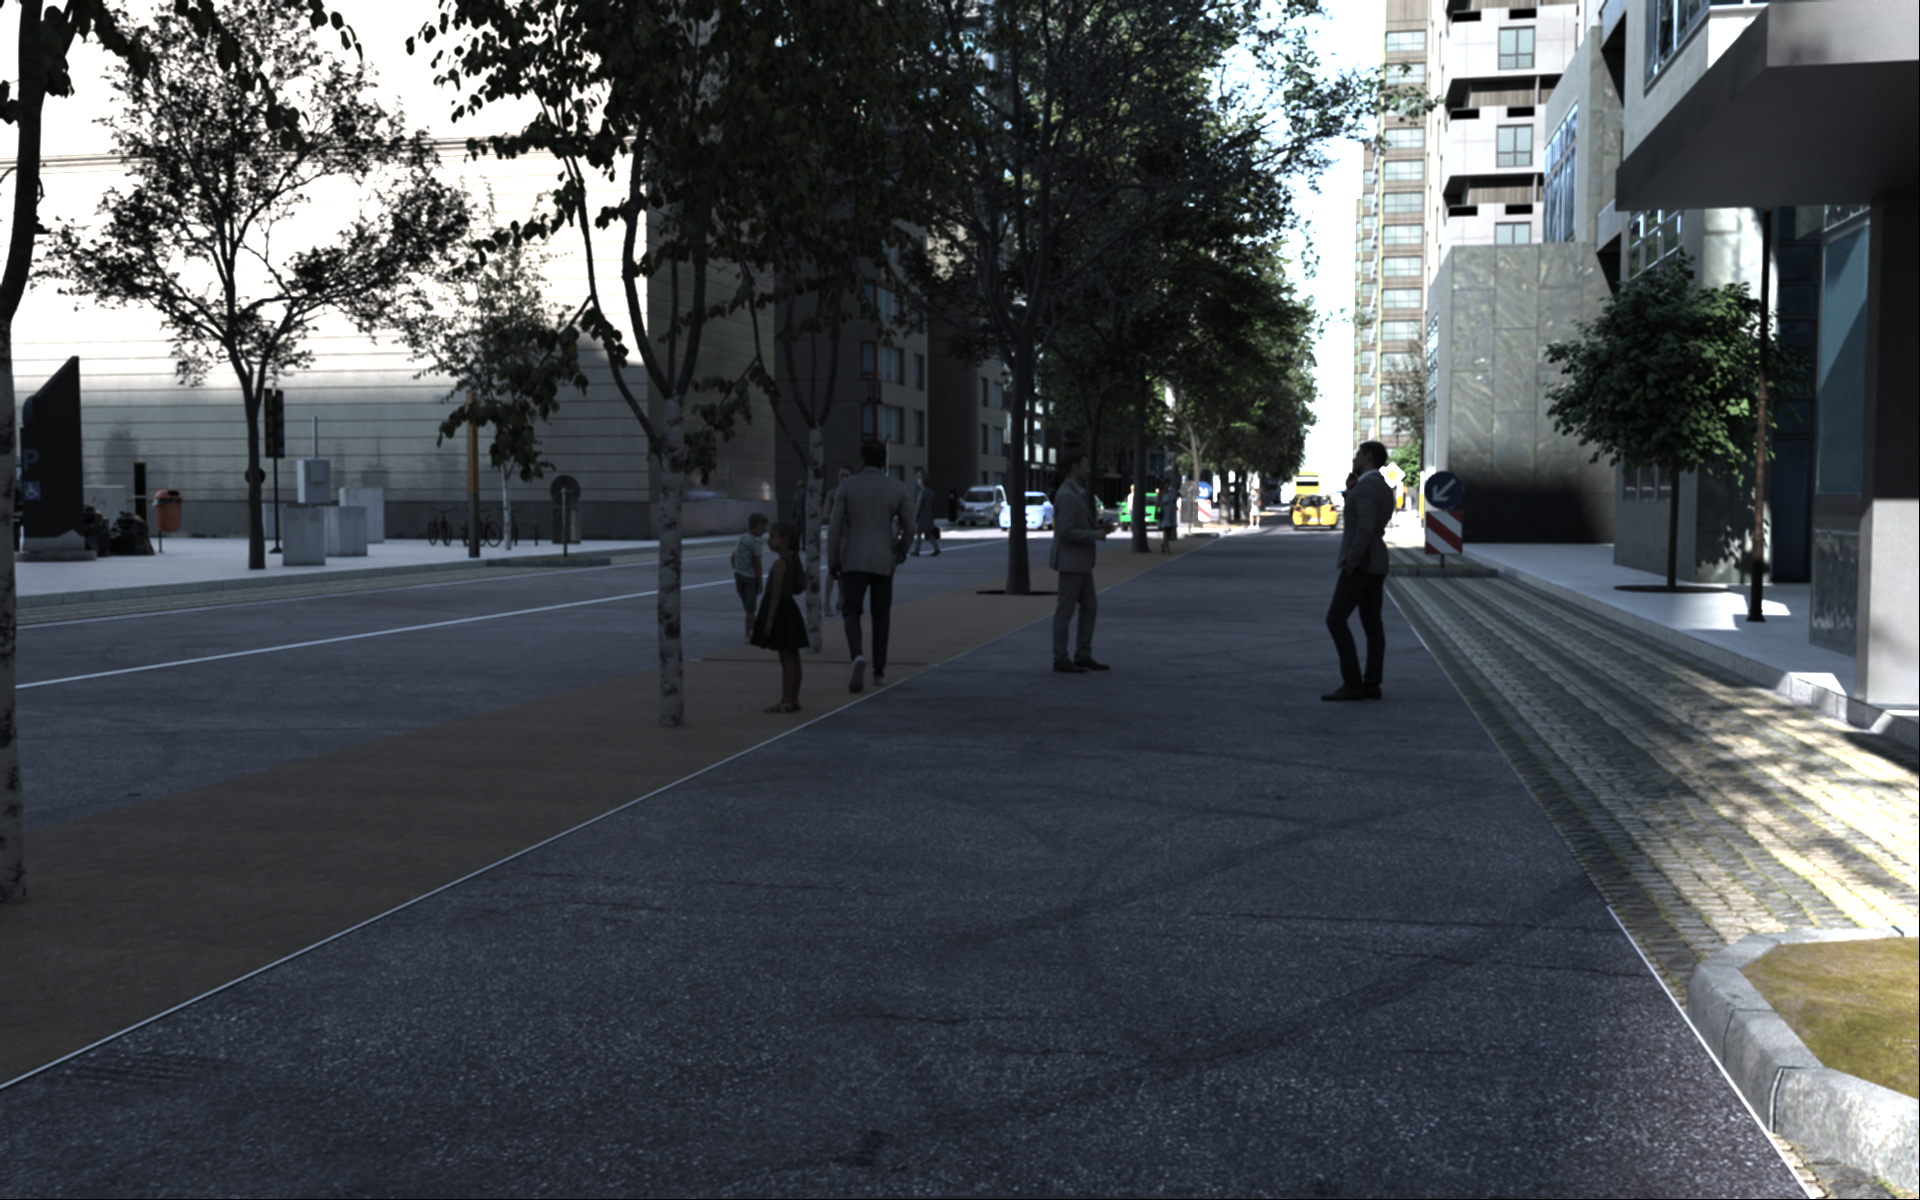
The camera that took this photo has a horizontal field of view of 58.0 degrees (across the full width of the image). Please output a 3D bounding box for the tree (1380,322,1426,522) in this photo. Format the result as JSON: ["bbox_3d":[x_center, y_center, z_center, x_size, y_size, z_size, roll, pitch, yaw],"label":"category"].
[{"bbox_3d":[19.687,-7.434,71.909,4.360,8.622,3.978,0,3,0],"label":"tree"}]

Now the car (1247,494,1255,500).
[{"bbox_3d":[34.788,-11.923,204.723,2.009,1.686,4.222,1,4,10],"label":"car"}]

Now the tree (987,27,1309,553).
[{"bbox_3d":[4.413,-7.398,41.541,7.486,12.596,7.792,0,3,0],"label":"tree"}]

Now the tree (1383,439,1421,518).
[{"bbox_3d":[24.438,-6.621,91.965,4.285,4.588,4.351,0,3,0],"label":"tree"}]

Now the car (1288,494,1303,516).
[{"bbox_3d":[22.909,-6.337,115.402,2.131,1.459,4.920,1,4,11],"label":"car"}]

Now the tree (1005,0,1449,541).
[{"bbox_3d":[7.417,-11.787,51.058,12.611,20.169,13.585,0,3,0],"label":"tree"}]

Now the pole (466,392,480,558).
[{"bbox_3d":[-9.808,-2.510,34.880,0.158,3.312,0.155,0,3,0],"label":"pole"}]

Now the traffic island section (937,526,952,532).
[{"bbox_3d":[-1.483,-2.721,66.762,2.009,0.180,2.903,1,4,12],"label":"traffic island section"}]

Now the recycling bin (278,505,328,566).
[{"bbox_3d":[-11.887,-1.149,31.344,0.722,1.027,0.722,-1,4,-22],"label":"recycling bin"}]

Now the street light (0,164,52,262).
[{"bbox_3d":[-12.646,-3.056,22.761,0.468,5.910,1.993,1,4,12],"label":"street light"}]

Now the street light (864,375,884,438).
[{"bbox_3d":[-3.334,-5.782,67.328,0.468,5.910,1.993,1,4,12],"label":"street light"}]

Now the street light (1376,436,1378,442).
[{"bbox_3d":[32.463,-9.920,134.982,0.468,5.910,1.993,1,4,12],"label":"street light"}]

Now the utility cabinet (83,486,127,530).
[{"bbox_3d":[-22.996,-2.306,46.390,1.173,1.500,0.318,-1,4,-9],"label":"utility cabinet"}]

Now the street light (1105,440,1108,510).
[{"bbox_3d":[12.103,-10.365,142.249,0.468,5.910,1.993,1,4,12],"label":"street light"}]

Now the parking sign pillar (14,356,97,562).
[{"bbox_3d":[-17.422,-2.737,33.227,1.447,3.967,1.447,0,4,6],"label":"parking sign pillar"}]

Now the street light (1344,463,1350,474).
[{"bbox_3d":[57.064,-17.224,254.400,0.468,5.910,1.993,1,4,12],"label":"street light"}]

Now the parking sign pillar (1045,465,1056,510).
[{"bbox_3d":[7.124,-9.320,140.849,1.447,3.967,1.447,-2,4,-25],"label":"parking sign pillar"}]

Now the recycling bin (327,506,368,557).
[{"bbox_3d":[-12.754,-1.420,35.764,0.722,1.027,0.722,2,4,27],"label":"recycling bin"}]

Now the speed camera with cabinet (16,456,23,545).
[{"bbox_3d":[-22.455,-2.901,41.763,2.038,3.252,0.660,2,4,28],"label":"speed camera with cabinet"}]

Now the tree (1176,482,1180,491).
[{"bbox_3d":[27.500,-13.938,222.482,1.663,3.219,1.824,0,3,0],"label":"tree"}]

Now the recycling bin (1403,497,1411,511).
[{"bbox_3d":[34.582,-7.483,134.897,0.722,1.027,0.722,-2,4,-28],"label":"recycling bin"}]

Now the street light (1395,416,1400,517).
[{"bbox_3d":[24.803,-7.674,98.260,0.468,5.910,1.993,1,4,12],"label":"street light"}]

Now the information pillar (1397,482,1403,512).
[{"bbox_3d":[30.826,-7.964,121.566,0.504,3.616,0.183,3,4,38],"label":"information pillar"}]

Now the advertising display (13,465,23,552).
[{"bbox_3d":[-20.947,-2.015,38.159,0.974,1.923,0.123,-2,4,-29],"label":"advertising display"}]

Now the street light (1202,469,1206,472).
[{"bbox_3d":[36.824,-17.655,261.449,0.468,5.910,1.993,1,4,12],"label":"street light"}]

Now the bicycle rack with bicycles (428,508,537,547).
[{"bbox_3d":[-11.715,-1.806,42.902,2.852,0.926,2.925,-2,4,-30],"label":"bicycle rack with bicycles"}]

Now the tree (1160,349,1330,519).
[{"bbox_3d":[16.400,-11.025,99.729,9.611,12.733,9.660,0,3,0],"label":"tree"}]

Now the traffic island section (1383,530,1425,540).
[{"bbox_3d":[13.831,-2.028,55.445,2.009,0.180,2.903,1,4,12],"label":"traffic island section"}]

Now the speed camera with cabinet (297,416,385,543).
[{"bbox_3d":[-16.007,-3.085,44.776,2.038,3.252,0.660,-3,4,-39],"label":"speed camera with cabinet"}]

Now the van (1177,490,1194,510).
[{"bbox_3d":[20.523,-9.277,158.692,2.013,2.044,4.112,1,4,11],"label":"van"}]

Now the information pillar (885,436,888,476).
[{"bbox_3d":[-2.984,-4.820,70.163,0.183,3.616,0.504,0,4,4],"label":"information pillar"}]

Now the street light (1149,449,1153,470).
[{"bbox_3d":[19.799,-12.633,179.341,0.468,5.910,1.993,1,4,12],"label":"street light"}]

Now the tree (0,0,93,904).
[{"bbox_3d":[-3.355,-3.256,6.059,4.737,8.622,4.395,0,3,0],"label":"tree"}]

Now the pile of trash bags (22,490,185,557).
[{"bbox_3d":[-17.768,-1.630,36.405,1.912,1.369,3.447,1,4,22],"label":"pile of trash bags"}]

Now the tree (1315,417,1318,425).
[{"bbox_3d":[21.583,-11.529,125.374,8.767,10.594,7.601,1,4,12],"label":"tree"}]

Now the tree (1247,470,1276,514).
[{"bbox_3d":[17.920,-9.415,106.762,4.360,8.622,3.978,0,3,0],"label":"tree"}]

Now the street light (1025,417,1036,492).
[{"bbox_3d":[4.221,-8.030,104.072,0.468,5.910,1.993,1,4,12],"label":"street light"}]

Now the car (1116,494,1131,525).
[{"bbox_3d":[8.381,-4.195,80.385,2.131,1.459,4.920,1,4,11],"label":"car"}]

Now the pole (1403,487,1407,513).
[{"bbox_3d":[29.504,-7.397,114.777,0.158,3.312,0.155,0,3,0],"label":"pole"}]

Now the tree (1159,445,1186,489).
[{"bbox_3d":[26.898,-16.255,216.138,4.737,8.622,4.395,0,3,0],"label":"tree"}]

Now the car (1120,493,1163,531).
[{"bbox_3d":[7.381,-3.616,67.922,1.959,1.807,4.718,1,4,13],"label":"car"}]

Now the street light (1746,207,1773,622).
[{"bbox_3d":[8.026,-2.722,17.287,0.468,5.910,1.993,1,4,12],"label":"street light"}]

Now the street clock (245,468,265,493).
[{"bbox_3d":[-19.101,-2.594,46.974,0.358,2.002,0.471,3,5,43],"label":"street clock"}]

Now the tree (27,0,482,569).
[{"bbox_3d":[-11.945,-5.826,29.669,8.767,10.594,7.601,1,4,11],"label":"tree"}]

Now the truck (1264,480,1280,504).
[{"bbox_3d":[47.312,-16.757,263.727,2.967,4.110,18.799,1,4,11],"label":"truck"}]

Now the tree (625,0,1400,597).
[{"bbox_3d":[0.823,-6.822,24.367,12.009,13.543,11.850,0,3,0],"label":"tree"}]

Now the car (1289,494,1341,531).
[{"bbox_3d":[14.081,-3.577,68.710,2.015,1.641,3.980,1,4,11],"label":"car"}]

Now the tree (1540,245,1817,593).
[{"bbox_3d":[9.518,-2.396,22.894,4.285,4.588,4.351,0,3,0],"label":"tree"}]

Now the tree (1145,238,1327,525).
[{"bbox_3d":[12.227,-10.410,79.310,9.857,13.997,8.962,0,3,0],"label":"tree"}]

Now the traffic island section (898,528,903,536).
[{"bbox_3d":[-3.102,-2.242,58.942,2.009,0.180,2.903,1,4,12],"label":"traffic island section"}]

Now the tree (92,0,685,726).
[{"bbox_3d":[-1.772,-3.538,10.663,4.737,8.622,4.395,0,3,0],"label":"tree"}]

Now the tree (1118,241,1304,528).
[{"bbox_3d":[9.344,-8.574,68.394,9.928,11.665,9.643,0,3,0],"label":"tree"}]

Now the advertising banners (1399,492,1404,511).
[{"bbox_3d":[33.768,-8.364,132.935,0.090,3.025,2.074,0,4,-2],"label":"advertising banners"}]

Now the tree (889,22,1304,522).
[{"bbox_3d":[2.475,-5.954,34.212,8.767,10.594,7.601,1,4,12],"label":"tree"}]

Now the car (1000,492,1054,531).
[{"bbox_3d":[2.654,-3.576,68.067,1.945,1.707,3.694,1,4,12],"label":"car"}]

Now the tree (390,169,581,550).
[{"bbox_3d":[-10.436,-5.434,39.203,4.360,8.622,3.978,0,3,0],"label":"tree"}]

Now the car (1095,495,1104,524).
[{"bbox_3d":[5.723,-4.263,81.494,2.131,1.459,4.920,1,4,10],"label":"car"}]

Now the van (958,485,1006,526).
[{"bbox_3d":[1.018,-4.325,77.724,2.013,2.044,4.112,1,4,11],"label":"van"}]

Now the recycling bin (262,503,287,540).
[{"bbox_3d":[-19.420,-2.208,48.656,0.722,1.027,0.722,2,4,35],"label":"recycling bin"}]
